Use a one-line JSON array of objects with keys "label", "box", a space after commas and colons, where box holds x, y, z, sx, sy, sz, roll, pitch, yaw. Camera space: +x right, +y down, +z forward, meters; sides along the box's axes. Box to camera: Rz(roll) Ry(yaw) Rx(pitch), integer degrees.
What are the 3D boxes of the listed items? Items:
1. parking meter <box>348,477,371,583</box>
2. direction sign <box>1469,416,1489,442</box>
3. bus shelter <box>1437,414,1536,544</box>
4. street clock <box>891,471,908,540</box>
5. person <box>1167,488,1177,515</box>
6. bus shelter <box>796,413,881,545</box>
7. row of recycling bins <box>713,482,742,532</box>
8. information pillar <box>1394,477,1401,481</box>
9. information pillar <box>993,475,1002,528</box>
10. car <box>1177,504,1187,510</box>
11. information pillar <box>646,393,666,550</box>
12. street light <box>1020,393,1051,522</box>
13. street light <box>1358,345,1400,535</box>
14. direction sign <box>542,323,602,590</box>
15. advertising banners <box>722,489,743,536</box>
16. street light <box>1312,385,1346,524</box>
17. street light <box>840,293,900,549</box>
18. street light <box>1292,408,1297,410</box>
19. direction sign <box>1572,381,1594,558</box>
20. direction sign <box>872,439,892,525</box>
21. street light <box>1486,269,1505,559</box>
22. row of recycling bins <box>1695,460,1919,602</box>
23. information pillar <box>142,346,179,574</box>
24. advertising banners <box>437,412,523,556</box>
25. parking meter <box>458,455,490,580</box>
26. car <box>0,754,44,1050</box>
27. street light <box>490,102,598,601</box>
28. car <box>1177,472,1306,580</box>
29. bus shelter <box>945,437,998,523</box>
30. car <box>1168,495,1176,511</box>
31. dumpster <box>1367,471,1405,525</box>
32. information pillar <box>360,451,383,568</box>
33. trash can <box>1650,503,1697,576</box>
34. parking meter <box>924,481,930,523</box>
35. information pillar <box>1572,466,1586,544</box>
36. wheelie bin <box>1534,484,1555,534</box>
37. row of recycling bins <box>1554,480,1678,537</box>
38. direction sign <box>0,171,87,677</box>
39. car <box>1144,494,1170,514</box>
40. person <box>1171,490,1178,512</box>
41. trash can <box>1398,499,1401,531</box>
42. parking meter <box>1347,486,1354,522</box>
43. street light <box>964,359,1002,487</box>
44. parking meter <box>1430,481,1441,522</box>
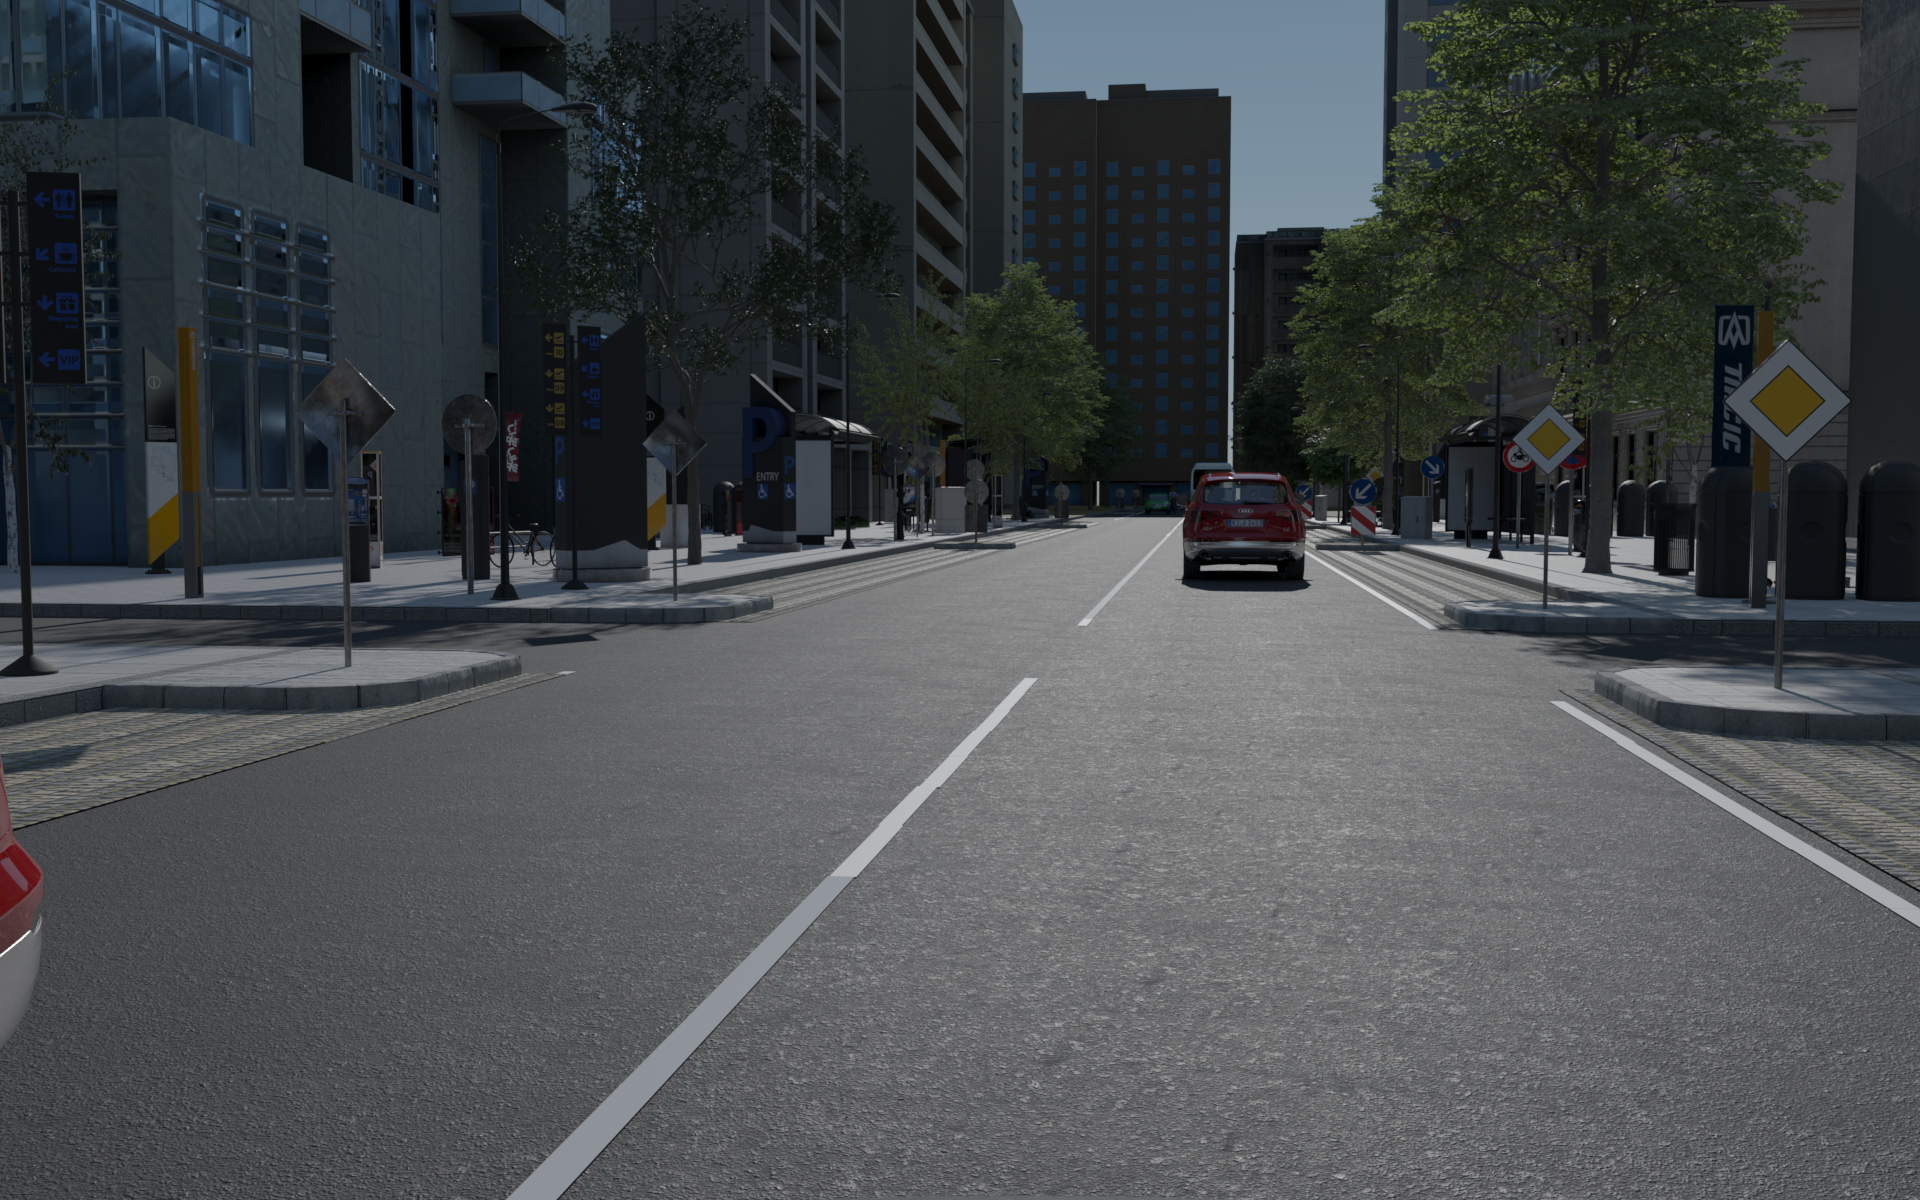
[{"label": "parking meter", "box": [-8.784, -1.027, 25.205, 0.372, 1.533, 0.369, 0, 3, 0]}, {"label": "direction sign", "box": [15.051, -3.568, 50.329, 0.876, 3.537, 0.379, -3, 4, -37]}, {"label": "bus shelter", "box": [14.276, -3.232, 46.765, 2.014, 3.302, 5.546, 0, 4, 8]}, {"label": "street clock", "box": [-1.685, -2.673, 48.278, 0.358, 2.002, 0.471, 3, 5, 42]}, {"label": "person", "box": [14.803, -6.873, 120.747, 0.709, 1.838, 0.599, 1, 4, 12]}, {"label": "bus shelter", "box": [-3.588, -3.185, 45.991, 2.014, 3.302, 5.546, 0, 4, 8]}, {"label": "row of recycling bins", "box": [-6.726, -3.082, 57.500, 3.534, 1.692, 1.069, 2, 4, 29]}, {"label": "information pillar", "box": [19.271, -4.398, 76.404, 0.304, 2.012, 0.304, 0, 4, 3]}, {"label": "information pillar", "box": [1.423, -3.745, 65.728, 0.304, 2.012, 0.304, -1, 4, -19]}, {"label": "car", "box": [19.653, -8.877, 157.505, 2.083, 1.381, 4.827, 1, 4, 9]}, {"label": "information pillar", "box": [-6.959, -2.942, 39.460, 0.504, 3.616, 0.183, 0, 4, 4]}, {"label": "street light", "box": [3.491, -6.546, 79.561, 1.470, 5.913, 1.316, 0, 4, 8]}, {"label": "street light", "box": [13.054, -4.975, 53.875, 1.470, 5.913, 1.316, 0, 4, 8]}, {"label": "direction sign", "box": [-5.188, -1.911, 23.242, 0.876, 3.537, 0.379, -3, 5, -43]}, {"label": "advertising banners", "box": [-6.829, -3.495, 53.338, 0.090, 3.025, 2.074, 1, 4, 19]}, {"label": "street light", "box": [15.749, -6.172, 73.449, 1.470, 5.913, 1.316, 0, 4, 8]}, {"label": "street light", "box": [-2.079, -4.144, 40.298, 1.470, 5.913, 1.316, 0, 4, 8]}, {"label": "street light", "box": [18.484, -7.369, 93.017, 1.470, 5.913, 1.316, 0, 4, 8]}, {"label": "direction sign", "box": [12.656, -2.624, 34.904, 0.876, 3.537, 0.379, -2, 4, -28]}, {"label": "direction sign", "box": [-3.285, -4.819, 70.792, 0.876, 3.537, 0.379, 3, 5, 43]}, {"label": "street light", "box": [10.111, -3.780, 34.336, 1.470, 5.913, 1.316, 0, 4, 8]}, {"label": "row of recycling bins", "box": [10.914, -0.858, 21.135, 3.534, 1.692, 1.069, 1, 4, 18]}, {"label": "information pillar", "box": [-12.812, -2.226, 27.752, 0.183, 3.616, 0.504, 3, 5, 42]}, {"label": "advertising banners", "box": [-10.031, -2.455, 36.329, 0.090, 3.025, 2.074, 3, 5, 42]}, {"label": "parking meter", "box": [-7.288, -1.240, 25.990, 0.399, 1.863, 0.255, 1, 4, 18]}, {"label": "car", "box": [-2.824, 0.477, 0.883, 2.281, 1.827, 5.304, 0, 4, 6]}, {"label": "street light", "box": [-4.982, -2.949, 20.754, 1.470, 5.913, 1.316, 0, 4, 8]}, {"label": "car", "box": [4.966, -1.341, 30.597, 2.281, 1.827, 5.304, 0, 4, 8]}, {"label": "bus shelter", "box": [0.479, -5.117, 74.947, 1.731, 3.624, 6.357, 1, 4, 8]}, {"label": "car", "box": [17.347, -8.185, 146.407, 1.945, 1.354, 3.894, 1, 4, 9]}, {"label": "dumpster", "box": [17.091, -4.119, 69.836, 1.502, 2.255, 1.985, 0, 4, 8]}, {"label": "information pillar", "box": [-10.163, -1.556, 29.930, 0.304, 2.012, 0.304, -1, 4, -9]}, {"label": "trash can", "box": [11.298, -0.962, 27.390, 0.748, 1.137, 0.748, 0, 3, 0]}, {"label": "parking meter", "box": [-1.517, -4.339, 76.647, 0.255, 1.863, 0.399, 1, 4, 19]}, {"label": "information pillar", "box": [16.028, -2.465, 44.792, 0.304, 2.012, 0.304, 3, 5, 40]}, {"label": "wheelie bin", "box": [18.676, -2.904, 55.389, 0.980, 1.594, 0.693, 1, 4, 23]}, {"label": "row of recycling bins", "box": [19.872, -2.774, 52.472, 3.534, 1.692, 1.069, 0, 4, 7]}, {"label": "direction sign", "box": [-6.636, -1.238, 12.237, 0.876, 3.537, 0.379, -1, 4, -11]}, {"label": "car", "box": [14.160, -7.028, 123.699, 1.959, 1.807, 4.718, 1, 4, 9]}, {"label": "person", "box": [17.126, -7.976, 139.442, 0.750, 1.759, 0.617, -2, 4, -26]}, {"label": "trash can", "box": [14.234, -2.661, 55.166, 0.748, 1.137, 0.748, 0, 3, 0]}, {"label": "parking meter", "box": [18.003, -4.547, 80.057, 0.399, 1.863, 0.255, 0, 4, 5]}, {"label": "street light", "box": [0.733, -5.340, 59.855, 1.470, 5.913, 1.316, 0, 4, 8]}, {"label": "parking meter", "box": [21.794, -4.507, 79.401, 0.399, 1.863, 0.255, -1, 4, -22]}]
